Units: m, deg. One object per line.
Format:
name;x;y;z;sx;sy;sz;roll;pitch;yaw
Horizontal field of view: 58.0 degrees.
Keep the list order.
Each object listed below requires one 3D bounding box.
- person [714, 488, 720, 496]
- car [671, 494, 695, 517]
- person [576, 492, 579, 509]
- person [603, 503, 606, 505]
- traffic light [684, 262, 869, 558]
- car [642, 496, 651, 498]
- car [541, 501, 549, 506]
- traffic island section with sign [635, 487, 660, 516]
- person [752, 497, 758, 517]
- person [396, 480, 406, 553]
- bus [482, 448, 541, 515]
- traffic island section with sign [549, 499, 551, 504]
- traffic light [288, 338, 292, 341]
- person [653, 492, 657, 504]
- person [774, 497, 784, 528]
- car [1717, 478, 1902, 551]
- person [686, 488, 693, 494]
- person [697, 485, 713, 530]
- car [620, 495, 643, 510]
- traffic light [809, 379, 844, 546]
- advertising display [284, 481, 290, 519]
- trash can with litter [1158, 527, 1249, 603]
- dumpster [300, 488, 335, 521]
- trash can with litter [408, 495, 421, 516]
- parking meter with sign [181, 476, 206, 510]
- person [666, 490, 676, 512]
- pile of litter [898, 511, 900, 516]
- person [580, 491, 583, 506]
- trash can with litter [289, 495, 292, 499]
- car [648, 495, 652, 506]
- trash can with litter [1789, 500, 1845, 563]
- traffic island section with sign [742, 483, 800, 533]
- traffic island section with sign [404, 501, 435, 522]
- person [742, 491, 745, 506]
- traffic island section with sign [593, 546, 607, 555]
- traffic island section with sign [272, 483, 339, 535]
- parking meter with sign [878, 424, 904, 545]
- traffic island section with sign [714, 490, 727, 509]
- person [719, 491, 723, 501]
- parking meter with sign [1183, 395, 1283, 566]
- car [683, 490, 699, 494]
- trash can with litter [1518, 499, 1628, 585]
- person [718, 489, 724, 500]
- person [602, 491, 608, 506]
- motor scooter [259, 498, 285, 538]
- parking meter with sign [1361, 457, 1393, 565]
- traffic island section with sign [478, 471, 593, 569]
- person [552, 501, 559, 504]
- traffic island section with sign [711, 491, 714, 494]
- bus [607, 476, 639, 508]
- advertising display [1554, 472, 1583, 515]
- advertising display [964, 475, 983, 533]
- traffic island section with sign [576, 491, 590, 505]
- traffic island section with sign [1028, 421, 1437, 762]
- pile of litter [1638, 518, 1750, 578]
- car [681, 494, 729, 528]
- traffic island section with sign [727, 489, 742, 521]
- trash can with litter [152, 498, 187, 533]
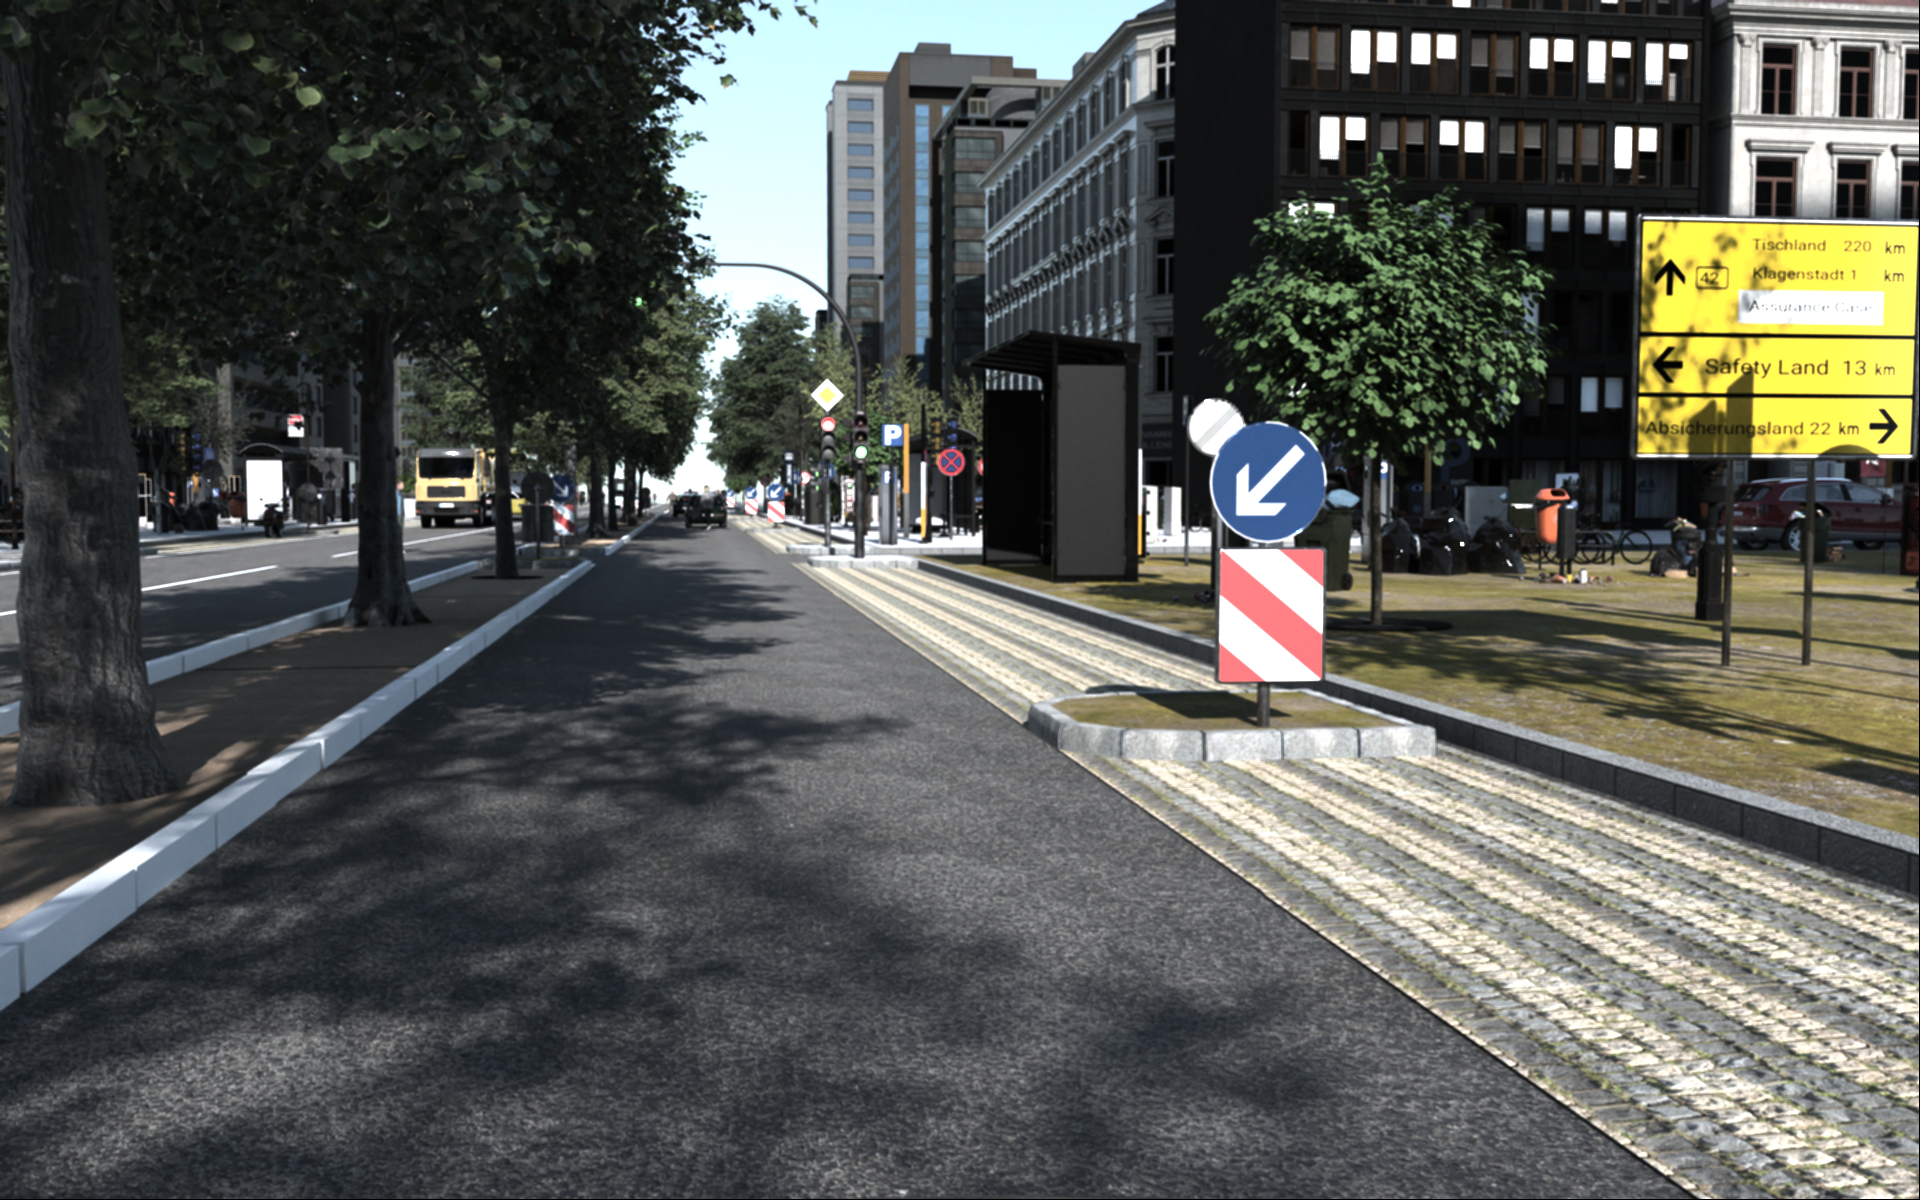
person;-14.317;-5.677;101.740;0.576;1.772;0.534;0;4;-7
car;-17.196;-6.074;109.103;2.009;1.686;4.222;0;4;-8
person;-36.875;-9.561;166.284;0.415;1.643;0.593;3;5;42
person;-47.609;-13.639;231.513;0.705;1.822;1.348;2;4;35
traffic light;-4.093;-3.634;34.080;4.771;5.953;1.251;-1;4;-9
car;-36.828;-11.695;200.259;2.155;1.783;4.494;0;4;-8
car;-29.711;-6.841;120.895;2.155;1.783;4.494;-1;4;-8
traffic island section with sign;-20.983;-6.566;115.497;2.006;1.907;1.989;-1;4;-9
person;-12.984;-6.124;109.631;0.522;1.701;0.512;-1;4;-12
person;-13.692;-2.035;42.115;0.444;1.785;0.601;2;4;24
bus;-24.795;-6.361;95.549;2.896;3.916;12.252;-1;4;-10
traffic island section with sign;-39.354;-9.595;165.502;1.989;1.847;2.006;-1;4;-9
traffic light;-17.772;-4.009;40.208;4.771;5.953;1.251;-1;4;-9
person;-43.658;-14.601;247.759;0.617;1.759;0.750;-1;4;-21
person;-7.684;-3.965;73.514;0.466;1.800;0.511;0;4;2
car;21.246;-2.051;42.208;5.304;1.827;2.281;-1;4;-9
person;-17.622;-6.381;113.031;0.606;1.804;0.583;0;4;-8
person;-10.112;-3.682;68.887;0.709;1.800;0.728;-2;4;-33
car;-29.211;-8.681;154.290;2.083;1.381;4.827;0;4;-7
traffic light;-3.264;-3.273;42.431;0.839;4.253;0.868;-1;4;-9
advertising display;-34.895;-5.112;88.796;0.974;1.923;0.123;-2;4;-27
trash can with litter;3.385;-0.602;20.896;1.678;1.210;2.233;0;4;-2
dumpster;-29.863;-4.570;80.476;1.264;1.857;1.865;-1;4;-9
trash can with litter;-32.179;-5.467;100.446;2.233;1.210;1.678;-2;4;-33
parking meter with sign;-32.629;-4.750;73.926;0.543;3.016;1.738;1;4;22
person;-22.605;-7.761;135.940;0.990;1.755;0.434;-1;4;-15
pile of litter;-3.304;-5.418;102.552;1.719;0.858;1.176;2;4;27
person;-46.041;-12.366;210.643;0.705;1.831;1.348;-2;4;-25
trash can with litter;-40.984;-5.864;106.925;1.678;1.210;2.233;1;4;16
car;-38.713;-12.256;212.386;2.014;1.417;4.499;-1;4;-10
trash can with litter;16.168;-1.298;32.615;1.055;1.170;0.624;-2;4;-34
traffic island section with sign;-7.046;-3.446;64.969;1.989;1.847;2.006;-1;4;-9
traffic island section with sign;-27.357;-4.865;88.176;1.989;1.847;2.006;-1;4;-9
person;-24.512;-11.450;195.726;0.705;1.822;1.348;0;4;-6
traffic island section with sign;-9.453;-2.025;41.245;2.006;1.907;1.989;-1;4;-9
traffic island section with sign;-23.222;-3.236;61.539;1.989;1.847;2.006;-1;4;-9
parking meter with sign;-1.809;-2.925;44.086;0.543;3.016;1.738;-1;4;-9
traffic island section with sign;-18.747;-8.059;140.385;1.989;1.847;2.006;-1;4;-9
person;-19.813;-8.207;143.600;0.530;1.710;0.541;1;4;18
parking meter with sign;4.858;-2.111;30.780;1.738;3.016;0.543;0;4;-2
car;-28.291;-10.607;182.104;2.281;1.827;5.304;-1;4;-9
trash can with litter;9.121;-0.884;25.512;1.678;1.210;2.233;2;4;31
person;-22.293;-9.249;159.359;1.348;1.869;0.705;-3;5;-40
person;-43.344;-12.364;210.670;0.705;1.822;1.348;2;4;34
motor scooter;-22.674;-2.719;57.228;0.815;1.314;1.986;-1;4;-9
parking meter with sign;7.624;-2.154;31.480;0.543;3.016;1.738;0;4;2
traffic island section with sign;-8.327;-1.577;33.924;2.006;1.907;1.989;-1;4;-9
person;-34.971;-8.504;150.767;0.991;1.433;0.599;-1;4;-13
traffic island section with sign;-23.022;-9.749;168.017;1.989;1.847;2.006;-1;4;-9
bus;-33.237;-10.832;171.956;2.948;3.499;13.247;-1;4;-9
advertising display;17.610;-2.751;50.192;0.123;1.923;0.974;-2;4;-26
advertising display;0.481;-3.206;57.639;0.974;1.923;0.123;3;5;42
traffic island section with sign;-47.794;-12.921;219.888;1.989;1.847;2.006;-1;4;-9
traffic island section with sign;1.462;-0.096;10.196;1.989;1.847;2.006;-1;4;-9
pile of litter;11.537;-0.798;27.010;1.719;0.858;1.176;0;4;-3
car;-10.885;-3.931;74.063;2.009;1.686;4.222;-1;4;-10
traffic island section with sign;-11.193;-5.085;91.769;1.989;1.847;2.006;-1;4;-9
trash can with litter;-26.004;-2.788;56.964;1.055;1.170;0.624;-1;4;-20
